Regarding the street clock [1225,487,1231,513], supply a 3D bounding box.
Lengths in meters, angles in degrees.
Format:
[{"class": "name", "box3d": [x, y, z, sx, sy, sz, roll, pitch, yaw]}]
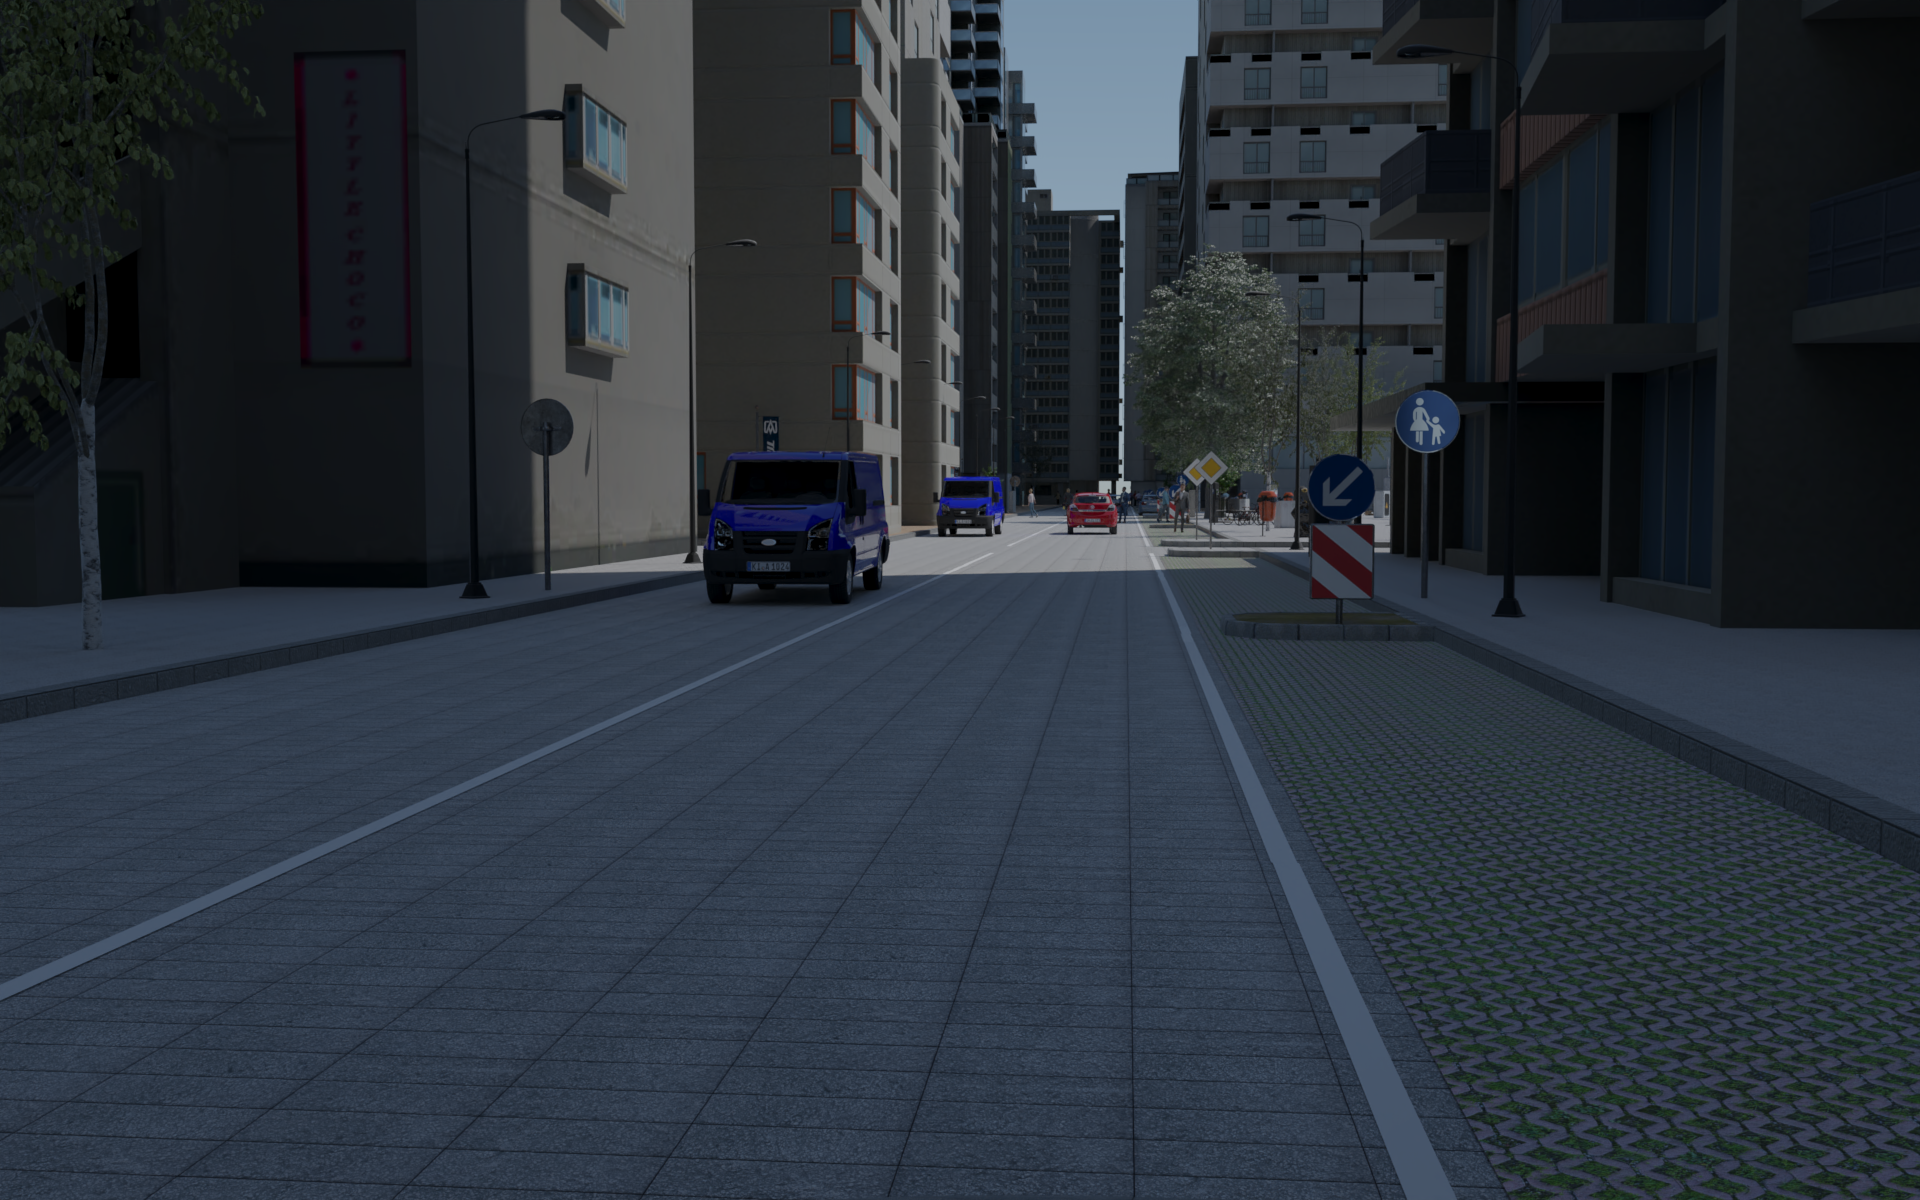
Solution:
[{"class": "street clock", "box3d": [17.798, -6.770, 115.266, 0.471, 2.002, 0.358, 2, 4, 35]}]

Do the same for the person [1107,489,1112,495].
[{"class": "person", "box3d": [11.039, -7.346, 128.571, 1.348, 1.831, 0.705, 1, 4, 9]}]

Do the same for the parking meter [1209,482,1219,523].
[{"class": "parking meter", "box3d": [11.238, -4.335, 76.591, 0.399, 1.863, 0.255, 3, 5, 45]}]

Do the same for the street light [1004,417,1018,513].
[{"class": "street light", "box3d": [2.569, -8.054, 104.223, 1.470, 5.913, 1.316, 0, 4, 5]}]

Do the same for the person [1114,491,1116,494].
[{"class": "person", "box3d": [17.532, -11.460, 196.593, 0.721, 1.735, 1.217, 2, 4, 24]}]

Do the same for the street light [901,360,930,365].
[{"class": "street light", "box3d": [-1.724, -5.364, 60.244, 1.470, 5.913, 1.316, 0, 4, 5]}]

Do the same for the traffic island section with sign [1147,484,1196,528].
[{"class": "traffic island section with sign", "box3d": [8.950, -3.916, 72.653, 1.989, 1.847, 2.006, 0, 4, 5]}]

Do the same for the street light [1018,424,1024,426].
[{"class": "street light", "box3d": [3.545, -8.713, 114.994, 1.470, 5.913, 1.316, 0, 4, 5]}]

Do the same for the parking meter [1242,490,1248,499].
[{"class": "parking meter", "box3d": [18.050, -6.192, 109.654, 0.372, 1.533, 0.369, 0, 3, 0]}]

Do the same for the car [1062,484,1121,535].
[{"class": "car", "box3d": [4.779, -3.288, 62.806, 2.155, 1.783, 4.494, 0, 4, 4]}]

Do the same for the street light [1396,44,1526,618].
[{"class": "street light", "box3d": [5.211, -2.782, 18.032, 1.470, 5.913, 1.316, 0, 4, 5]}]

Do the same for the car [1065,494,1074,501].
[{"class": "car", "box3d": [11.351, -9.907, 171.013, 2.155, 1.783, 4.494, 0, 4, 4]}]

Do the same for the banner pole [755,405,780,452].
[{"class": "banner pole", "box3d": [-5.489, -3.600, 48.878, 0.863, 3.779, 0.401, -1, 4, -19]}]

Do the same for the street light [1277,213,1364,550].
[{"class": "street light", "box3d": [6.098, -3.439, 28.772, 1.470, 5.913, 1.316, 0, 4, 5]}]

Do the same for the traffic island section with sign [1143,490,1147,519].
[{"class": "traffic island section with sign", "box3d": [11.603, -5.611, 100.369, 1.989, 1.847, 2.006, 0, 4, 5]}]

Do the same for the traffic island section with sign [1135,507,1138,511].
[{"class": "traffic island section with sign", "box3d": [16.293, -8.614, 149.460, 1.989, 1.847, 2.006, 0, 4, 5]}]

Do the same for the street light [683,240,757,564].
[{"class": "street light", "box3d": [-4.408, -3.626, 31.823, 1.470, 5.913, 1.316, 0, 4, 5]}]

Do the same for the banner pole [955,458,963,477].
[{"class": "banner pole", "box3d": [-0.076, -8.045, 121.560, 0.863, 3.779, 0.401, 0, 4, 7]}]

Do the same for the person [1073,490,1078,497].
[{"class": "person", "box3d": [10.892, -9.331, 161.068, 1.348, 1.823, 0.705, 3, 5, 40]}]

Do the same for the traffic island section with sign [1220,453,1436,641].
[{"class": "traffic island section with sign", "box3d": [3.703, -0.558, 17.747, 1.989, 1.847, 2.006, 0, 4, 5]}]

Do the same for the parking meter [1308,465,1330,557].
[{"class": "parking meter", "box3d": [7.328, -1.808, 35.276, 0.399, 1.863, 0.255, -1, 4, -19]}]

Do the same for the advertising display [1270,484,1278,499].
[{"class": "advertising display", "box3d": [20.386, -6.572, 112.670, 0.123, 1.923, 0.974, 3, 5, 40]}]

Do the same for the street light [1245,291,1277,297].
[{"class": "street light", "box3d": [7.217, -4.111, 39.754, 1.470, 5.913, 1.316, 0, 4, 5]}]

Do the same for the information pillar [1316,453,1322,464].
[{"class": "information pillar", "box3d": [20.546, -6.589, 99.091, 0.183, 3.616, 0.504, -3, 4, -37]}]

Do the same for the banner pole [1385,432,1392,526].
[{"class": "banner pole", "box3d": [17.476, -4.897, 70.077, 0.401, 3.779, 0.863, 0, 4, 5]}]

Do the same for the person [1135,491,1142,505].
[{"class": "person", "box3d": [17.243, -9.643, 167.099, 0.756, 1.711, 0.436, 0, 4, 6]}]

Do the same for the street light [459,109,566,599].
[{"class": "street light", "box3d": [-5.446, -2.971, 21.121, 1.470, 5.913, 1.316, 0, 4, 5]}]

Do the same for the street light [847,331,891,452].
[{"class": "street light", "box3d": [-2.663, -4.706, 49.488, 1.470, 5.913, 1.316, 0, 4, 5]}]

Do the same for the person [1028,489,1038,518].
[{"class": "person", "box3d": [4.457, -5.855, 104.906, 0.598, 1.740, 0.731, 1, 4, 17]}]

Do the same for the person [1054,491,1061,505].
[{"class": "person", "box3d": [11.567, -12.009, 204.942, 1.348, 1.812, 0.705, -3, 5, -42]}]

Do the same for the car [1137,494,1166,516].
[{"class": "car", "box3d": [12.723, -6.288, 114.813, 2.014, 1.417, 4.499, 0, 4, 5]}]

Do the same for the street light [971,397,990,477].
[{"class": "street light", "box3d": [0.520, -6.733, 82.618, 1.470, 5.913, 1.316, 0, 4, 5]}]

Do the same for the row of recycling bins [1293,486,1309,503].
[{"class": "row of recycling bins", "box3d": [19.243, -5.112, 90.692, 3.534, 1.692, 1.069, 1, 4, 16]}]

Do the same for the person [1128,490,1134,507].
[{"class": "person", "box3d": [18.798, -11.103, 189.899, 0.709, 1.838, 0.599, -2, 4, -28]}]

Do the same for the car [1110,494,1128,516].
[{"class": "car", "box3d": [10.286, -6.318, 115.298, 2.014, 1.417, 4.499, 0, 4, 6]}]

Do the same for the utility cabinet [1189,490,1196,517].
[{"class": "utility cabinet", "box3d": [12.699, -5.271, 94.864, 0.318, 1.500, 1.173, 0, 4, 4]}]

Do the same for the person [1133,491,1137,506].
[{"class": "person", "box3d": [20.152, -11.639, 198.742, 0.705, 1.831, 1.348, 3, 5, 40]}]

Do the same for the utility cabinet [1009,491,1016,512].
[{"class": "utility cabinet", "box3d": [3.596, -6.772, 119.393, 0.318, 1.500, 1.173, 1, 4, 11]}]

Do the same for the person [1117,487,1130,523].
[{"class": "person", "box3d": [8.049, -4.692, 85.404, 0.721, 1.800, 0.419, 3, 5, 43]}]

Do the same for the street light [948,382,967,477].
[{"class": "street light", "box3d": [-0.593, -6.063, 71.675, 1.470, 5.913, 1.316, 0, 4, 5]}]

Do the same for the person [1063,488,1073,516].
[{"class": "person", "box3d": [7.450, -6.425, 113.771, 1.509, 1.804, 0.699, 3, 4, 37]}]

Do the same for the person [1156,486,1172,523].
[{"class": "person", "box3d": [10.216, -4.782, 86.549, 0.748, 1.841, 0.638, 1, 4, 17]}]

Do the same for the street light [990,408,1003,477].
[{"class": "street light", "box3d": [1.455, -7.400, 93.529, 1.470, 5.913, 1.316, 0, 4, 5]}]
